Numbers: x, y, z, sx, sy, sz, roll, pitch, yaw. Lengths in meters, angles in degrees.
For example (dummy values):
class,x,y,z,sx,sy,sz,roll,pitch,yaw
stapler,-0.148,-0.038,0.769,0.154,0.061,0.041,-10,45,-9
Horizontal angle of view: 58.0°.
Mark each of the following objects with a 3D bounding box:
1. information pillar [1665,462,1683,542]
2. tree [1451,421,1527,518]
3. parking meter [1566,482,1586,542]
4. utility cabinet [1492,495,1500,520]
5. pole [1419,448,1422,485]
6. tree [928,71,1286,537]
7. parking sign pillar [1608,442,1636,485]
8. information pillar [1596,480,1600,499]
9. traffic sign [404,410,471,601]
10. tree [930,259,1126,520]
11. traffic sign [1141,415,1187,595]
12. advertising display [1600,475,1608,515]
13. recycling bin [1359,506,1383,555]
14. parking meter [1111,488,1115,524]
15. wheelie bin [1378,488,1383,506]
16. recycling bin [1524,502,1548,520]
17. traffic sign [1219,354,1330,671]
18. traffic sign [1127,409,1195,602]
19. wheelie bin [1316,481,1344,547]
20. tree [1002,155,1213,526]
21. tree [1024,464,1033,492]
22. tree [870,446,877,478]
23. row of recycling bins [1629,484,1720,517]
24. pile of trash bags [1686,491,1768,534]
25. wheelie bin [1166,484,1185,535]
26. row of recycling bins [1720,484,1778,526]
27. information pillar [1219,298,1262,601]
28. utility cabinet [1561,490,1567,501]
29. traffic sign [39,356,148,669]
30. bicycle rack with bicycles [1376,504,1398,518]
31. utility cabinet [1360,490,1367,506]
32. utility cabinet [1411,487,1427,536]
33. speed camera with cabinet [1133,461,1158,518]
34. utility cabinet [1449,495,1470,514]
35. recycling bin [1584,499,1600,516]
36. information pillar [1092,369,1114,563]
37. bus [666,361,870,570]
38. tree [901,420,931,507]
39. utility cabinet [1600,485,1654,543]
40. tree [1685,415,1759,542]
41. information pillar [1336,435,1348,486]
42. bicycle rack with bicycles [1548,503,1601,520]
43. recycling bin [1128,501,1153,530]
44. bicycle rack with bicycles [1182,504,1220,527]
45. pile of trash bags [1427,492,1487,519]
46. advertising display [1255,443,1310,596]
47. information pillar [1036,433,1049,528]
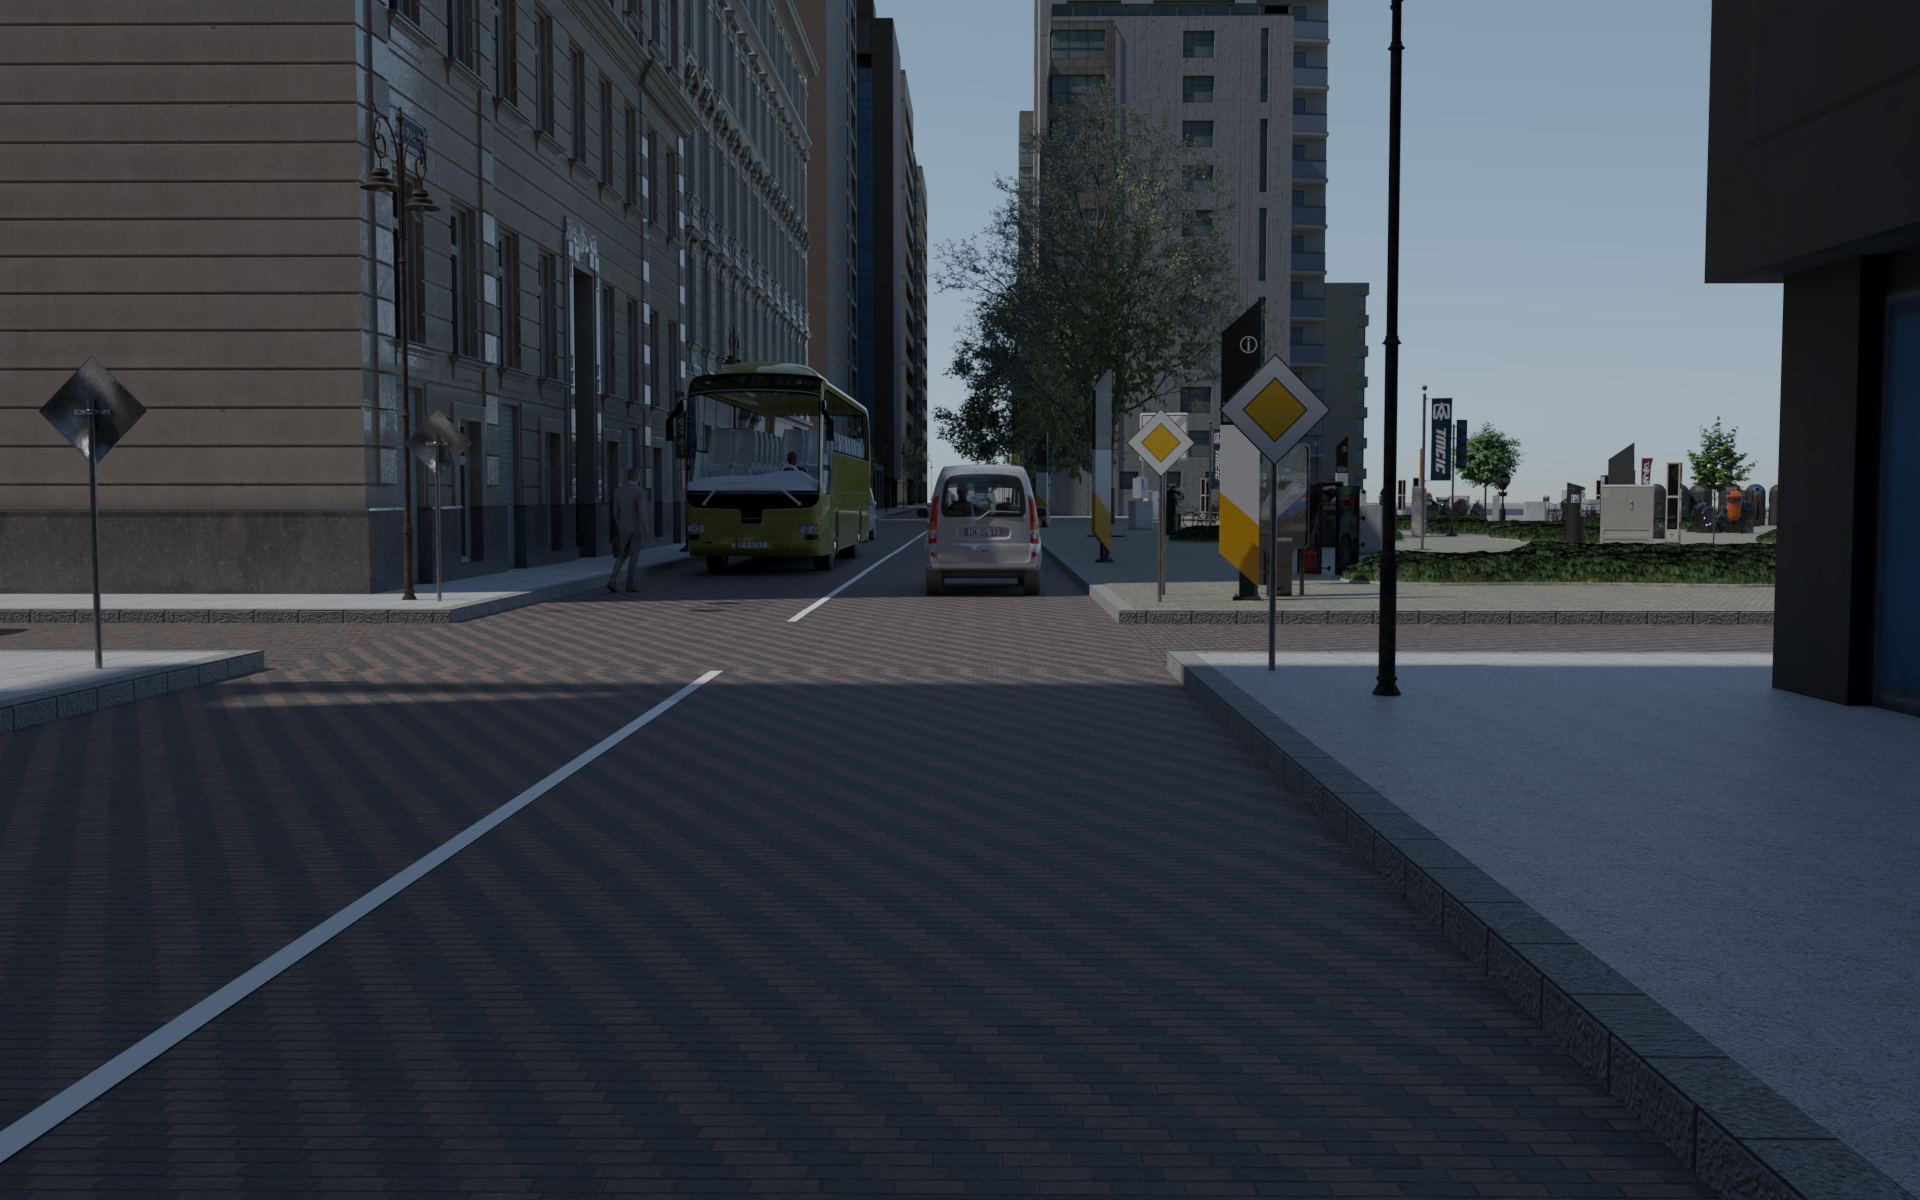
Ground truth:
class,x,y,z,sx,sy,sz,roll,pitch,yaw
information pillar,16.602,-2.189,40.290,0.304,2.012,0.304,2,4,31
tree,23.578,-5.725,77.315,4.285,4.588,4.351,0,3,0
parking meter,12.995,-1.722,36.567,0.372,1.533,0.369,0,3,0
utility cabinet,26.041,-4.460,84.089,0.306,1.237,1.020,1,4,21
pole,20.580,-5.102,77.257,0.158,3.312,0.155,0,3,0
tree,4.243,-8.627,51.418,12.009,13.543,11.850,0,3,0
parking sign pillar,34.638,-6.251,90.684,1.447,3.967,1.447,3,4,37
information pillar,32.981,-5.185,89.261,0.304,2.012,0.304,-2,4,-33
traffic sign,-6.222,-1.040,20.653,0.795,2.450,0.064,0,4,1
tree,3.696,-10.223,84.158,9.611,12.733,9.660,0,3,0
traffic sign,2.582,-1.213,21.955,0.606,2.300,0.079,0,4,7
advertising display,21.803,-3.268,58.653,0.123,1.923,0.974,1,4,13
recycling bin,8.652,-1.497,37.029,0.722,1.027,0.722,1,4,9
parking meter,6.369,-3.968,73.291,0.372,1.533,0.369,0,3,0
wheelie bin,23.469,-5.337,95.161,0.980,1.594,0.693,-1,4,-21
recycling bin,19.417,-2.804,58.396,0.722,1.027,0.722,2,4,24
traffic sign,2.266,-0.544,12.535,0.795,2.450,0.064,0,4,1
traffic sign,2.371,-1.032,20.520,0.795,2.450,0.064,0,4,1
wheelie bin,8.942,-2.071,41.773,0.980,1.594,0.693,1,4,12
tree,3.402,-5.408,38.777,4.737,8.622,4.395,0,3,0
tree,3.985,-6.930,107.900,1.663,3.219,1.824,0,3,0
tree,-6.048,-6.700,93.261,4.285,4.588,4.351,0,3,0
row of recycling bins,28.306,-3.803,69.291,3.534,1.692,1.069,0,4,-1
pile of trash bags,25.157,-2.886,56.936,1.912,1.369,3.447,1,4,12
wheelie bin,6.631,-2.835,54.255,0.693,1.594,0.980,2,4,29
row of recycling bins,32.745,-3.866,70.320,3.534,1.692,1.069,1,4,14
information pillar,3.383,-1.802,20.825,0.504,3.616,0.183,0,4,8
utility cabinet,33.521,-5.273,94.894,0.318,1.500,1.173,-2,4,-29
traffic sign,-6.328,-0.552,12.669,0.795,2.450,0.064,0,4,1
bicycle rack with bicycles,14.983,-3.170,65.208,2.925,0.926,2.852,-2,4,-26
utility cabinet,21.854,-5.215,93.942,0.318,1.500,1.173,0,4,7
utility cabinet,13.837,-2.659,52.147,0.318,1.500,1.173,1,4,22
speed camera with cabinet,10.195,-6.122,94.435,0.660,3.252,2.038,3,4,39
utility cabinet,25.832,-4.799,89.625,1.020,1.237,0.306,3,5,40
recycling bin,30.186,-4.280,82.525,0.722,1.027,0.722,0,4,5
information pillar,2.662,-2.512,32.424,0.183,3.616,0.504,3,5,43
bus,-3.522,-2.708,35.818,2.896,3.916,12.252,0,4,1
tree,-5.165,-13.604,172.782,4.360,8.622,3.978,0,3,0
utility cabinet,15.970,-2.005,41.464,1.173,1.500,0.318,2,4,24
tree,18.564,-2.914,42.245,1.663,3.219,1.824,0,3,0
information pillar,15.169,-4.734,68.758,0.504,3.616,0.183,-1,4,-9
bicycle rack with bicycles,25.749,-3.609,72.388,2.925,0.926,2.852,-3,5,-40
recycling bin,6.527,-3.059,62.565,0.722,1.027,0.722,-1,4,-15
bicycle rack with bicycles,9.647,-3.116,64.326,2.925,0.926,2.852,2,4,25
pile of trash bags,23.112,-4.403,81.749,3.447,1.369,1.912,-2,4,-26
advertising display,4.019,-1.011,21.752,0.974,1.923,0.123,-3,4,-37
information pillar,3.149,-4.581,66.259,0.504,3.616,0.183,2,4,31
